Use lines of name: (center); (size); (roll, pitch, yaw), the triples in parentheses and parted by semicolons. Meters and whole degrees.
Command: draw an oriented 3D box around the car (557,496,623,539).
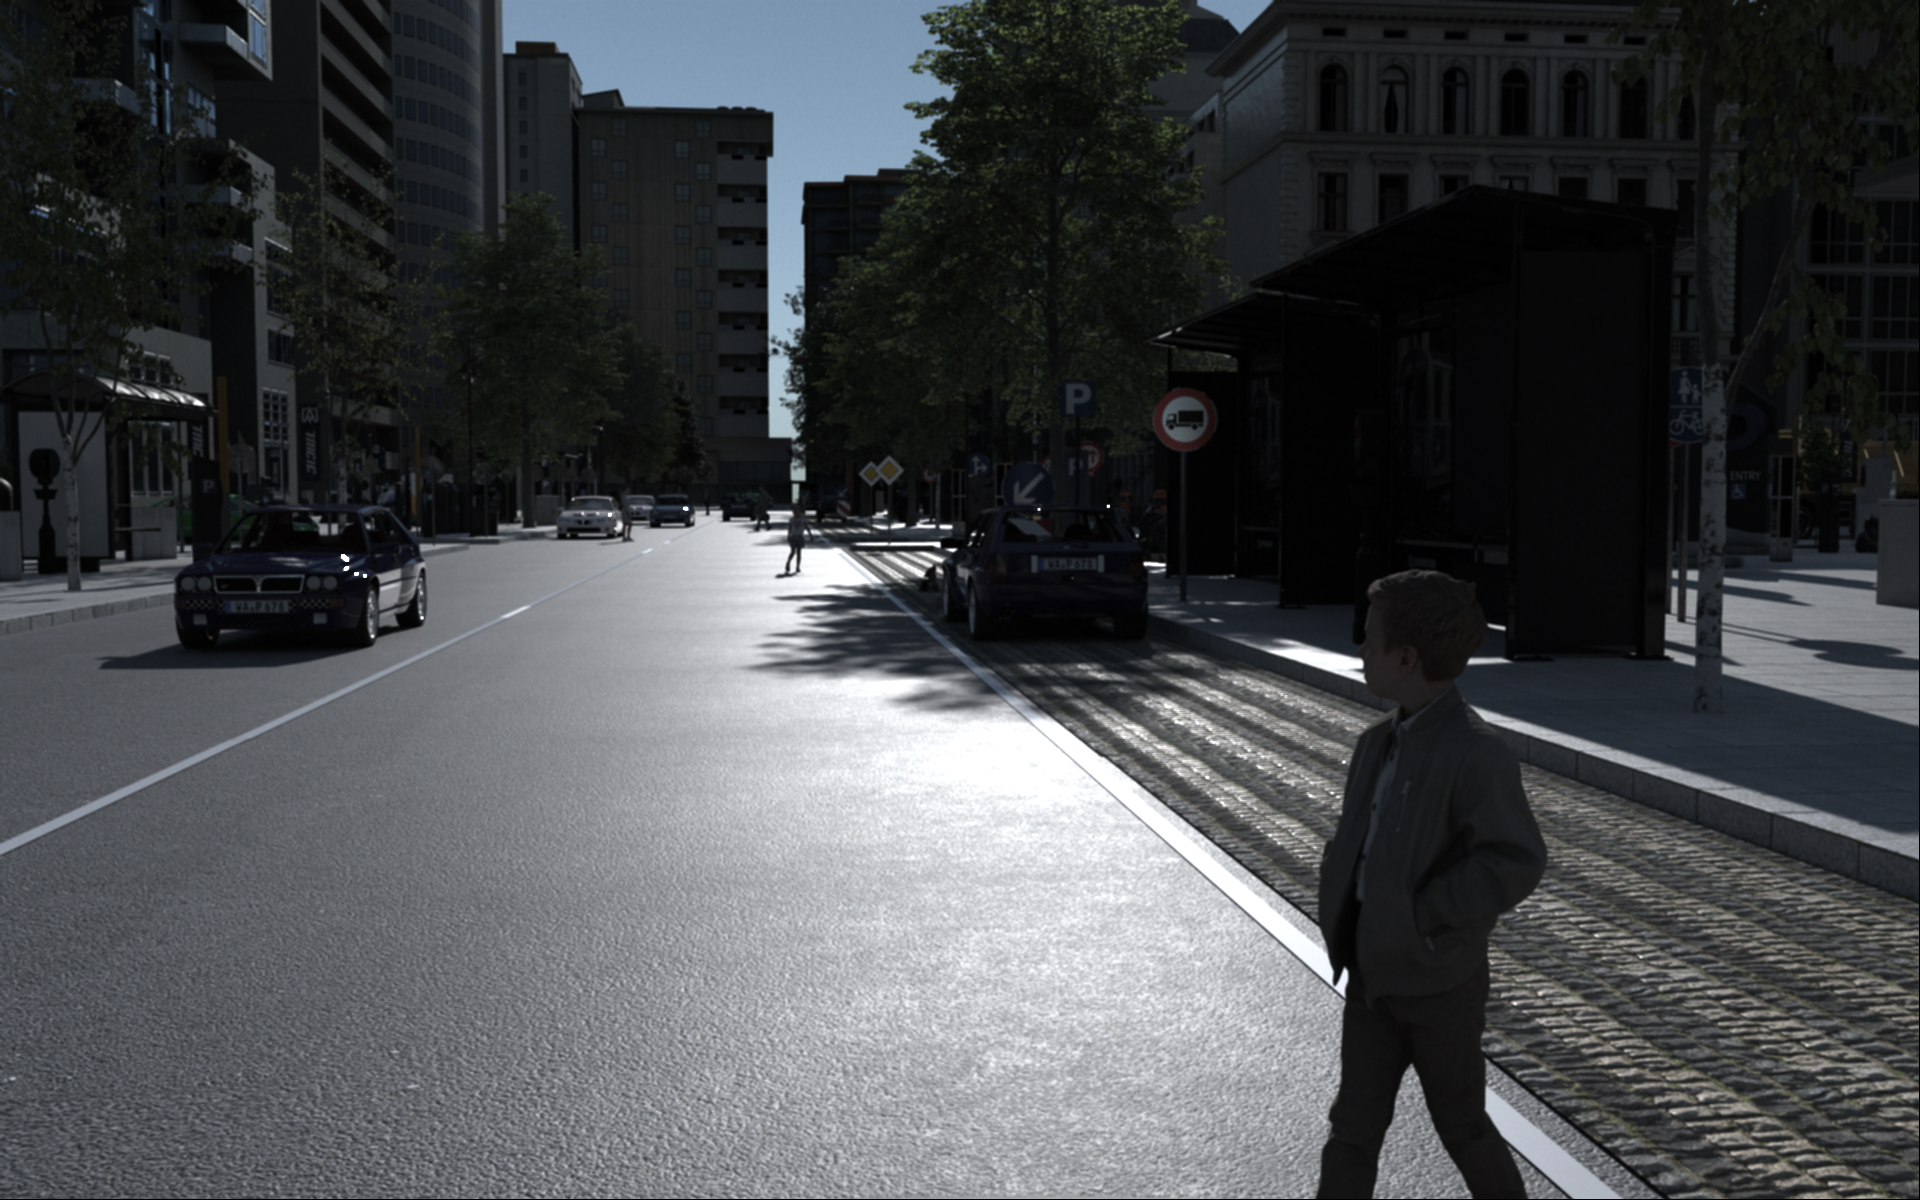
car: (-12.148, -2.744, 57.226); (2.083, 1.381, 4.827); (0, 4, -5)

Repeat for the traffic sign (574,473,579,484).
traffic sign: (-19.894, -5.550, 90.749); (0.884, 2.594, 0.081); (0, 4, 3)

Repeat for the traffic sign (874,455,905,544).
traffic sign: (-1.808, -2.483, 44.246); (0.795, 2.450, 0.064); (0, 4, -6)

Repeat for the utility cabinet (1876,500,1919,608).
utility cabinet: (10.916, -0.521, 19.677); (0.306, 1.237, 1.020); (-1, 4, -13)

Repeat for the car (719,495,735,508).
car: (-23.599, -10.046, 176.828); (1.945, 1.354, 3.894); (0, 4, -5)

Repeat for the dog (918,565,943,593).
dog: (-0.372, -0.313, 25.318); (0.550, 0.427, 0.748); (2, 4, 25)

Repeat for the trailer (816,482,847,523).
trailer: (-6.457, -4.851, 86.360); (1.471, 1.999, 3.904); (0, 4, -8)

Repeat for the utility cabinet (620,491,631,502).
utility cabinet: (-20.959, -6.104, 108.485); (0.318, 1.500, 1.173); (0, 4, 6)

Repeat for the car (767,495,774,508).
car: (-20.492, -10.291, 180.611); (2.083, 1.381, 4.827); (0, 4, -5)

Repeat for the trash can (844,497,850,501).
trash can: (-8.117, -6.822, 123.188); (0.748, 1.137, 0.748); (0, 3, 0)

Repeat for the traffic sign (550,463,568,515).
traffic sign: (-16.414, -4.332, 70.935); (0.768, 2.556, 0.104); (0, 4, 3)

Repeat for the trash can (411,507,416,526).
trash can: (-22.075, -3.571, 70.047); (0.748, 1.137, 0.748); (0, 3, 0)

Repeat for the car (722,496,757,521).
car: (-11.810, -4.921, 93.036); (1.945, 1.354, 3.894); (0, 4, -4)

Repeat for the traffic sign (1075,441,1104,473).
traffic sign: (3.063, -2.534, 41.538); (0.768, 2.556, 0.104); (0, 4, -3)

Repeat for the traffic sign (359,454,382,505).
traffic sign: (-18.949, -3.408, 55.722); (0.884, 2.594, 0.081); (0, 3, 0)

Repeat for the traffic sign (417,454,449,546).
traffic sign: (-13.088, -2.410, 43.043); (0.795, 2.450, 0.064); (0, 4, -6)

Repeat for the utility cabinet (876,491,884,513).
utility cabinet: (-5.793, -6.698, 118.193); (1.173, 1.500, 0.318); (0, 4, 1)

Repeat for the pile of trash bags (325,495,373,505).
pile of trash bags: (-26.710, -4.092, 76.663); (3.447, 1.369, 1.912); (2, 4, 30)

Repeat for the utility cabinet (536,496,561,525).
utility cabinet: (-16.948, -3.680, 71.335); (1.020, 1.237, 0.306); (-1, 4, -14)

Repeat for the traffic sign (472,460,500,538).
traffic sign: (-13.952, -2.895, 50.982); (0.795, 2.450, 0.064); (0, 4, -6)

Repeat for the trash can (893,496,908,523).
trash can: (-2.461, -4.030, 77.546); (0.748, 1.137, 0.748); (0, 3, 0)

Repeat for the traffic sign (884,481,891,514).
traffic sign: (-4.342, -6.576, 107.628); (0.768, 2.556, 0.104); (0, 4, 3)

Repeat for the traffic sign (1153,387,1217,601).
traffic sign: (2.678, -1.260, 20.699); (0.768, 2.556, 0.104); (0, 4, 2)

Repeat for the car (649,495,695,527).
car: (-12.606, -3.916, 76.027); (2.014, 1.417, 4.499); (0, 4, -5)

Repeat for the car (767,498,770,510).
car: (-18.108, -8.785, 155.638); (2.014, 1.417, 4.499); (0, 4, -5)

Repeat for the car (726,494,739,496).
car: (-25.201, -11.179, 191.572); (1.959, 1.807, 4.718); (0, 4, -5)

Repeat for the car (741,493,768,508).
car: (-13.054, -6.108, 108.665); (1.959, 1.807, 4.718); (0, 4, -5)

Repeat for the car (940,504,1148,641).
car: (0.810, -0.346, 18.237); (1.945, 1.354, 3.894); (0, 4, -6)

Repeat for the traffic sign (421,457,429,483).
traffic sign: (-18.091, -3.595, 58.892); (0.768, 2.556, 0.104); (0, 4, -1)

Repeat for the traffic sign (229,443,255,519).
traffic sign: (-18.052, -2.650, 43.436); (0.768, 2.556, 0.104); (0, 4, -1)

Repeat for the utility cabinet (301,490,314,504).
utility cabinet: (-37.802, -5.606, 100.336); (0.318, 1.500, 1.173); (0, 4, -2)

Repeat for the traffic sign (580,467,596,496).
traffic sign: (-17.739, -5.050, 82.673); (0.768, 2.556, 0.104); (0, 4, -4)

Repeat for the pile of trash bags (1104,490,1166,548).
pile of trash bags: (3.950, -1.683, 37.273); (1.912, 1.369, 3.447); (1, 4, 22)

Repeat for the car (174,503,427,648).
car: (-6.519, -0.294, 17.381); (1.945, 1.354, 3.894); (0, 4, -7)

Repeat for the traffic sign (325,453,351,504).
traffic sign: (-18.660, -3.173, 51.988); (0.768, 2.556, 0.104); (0, 4, 0)

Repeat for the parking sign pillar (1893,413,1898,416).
parking sign pillar: (31.500, -4.273, 58.328); (1.447, 3.967, 1.447); (1, 4, 20)

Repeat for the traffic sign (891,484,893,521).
traffic sign: (-3.198, -4.996, 81.783); (0.768, 2.556, 0.104); (0, 4, 1)

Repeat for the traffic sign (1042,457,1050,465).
traffic sign: (3.092, -3.604, 59.029); (0.768, 2.556, 0.104); (0, 4, 3)

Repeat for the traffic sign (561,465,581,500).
traffic sign: (-17.258, -4.704, 76.908); (0.884, 2.594, 0.081); (0, 4, 0)

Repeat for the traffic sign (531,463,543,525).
traffic sign: (-17.734, -4.401, 72.063); (0.768, 2.556, 0.104); (0, 4, -6)

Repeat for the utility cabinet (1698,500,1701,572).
utility cabinet: (12.153, -1.033, 28.059); (0.306, 1.237, 1.020); (2, 4, 26)

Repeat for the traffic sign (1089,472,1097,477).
traffic sign: (3.847, -3.325, 54.373); (0.884, 2.594, 0.081); (0, 4, -5)

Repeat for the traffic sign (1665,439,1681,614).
traffic sign: (7.605, -1.128, 18.548); (0.768, 2.556, 0.104); (0, 4, -5)

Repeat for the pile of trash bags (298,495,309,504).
pile of trash bags: (-37.360, -5.324, 96.793); (1.912, 1.369, 3.447); (-2, 4, -26)

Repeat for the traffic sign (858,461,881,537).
traffic sign: (-2.672, -2.969, 52.185); (0.795, 2.450, 0.064); (0, 4, -6)

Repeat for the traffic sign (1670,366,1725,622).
traffic sign: (7.252, -1.054, 17.334); (0.768, 2.556, 0.104); (0, 4, -1)

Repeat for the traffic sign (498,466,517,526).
traffic sign: (-18.354, -4.223, 70.235); (0.795, 2.450, 0.064); (0, 4, -5)

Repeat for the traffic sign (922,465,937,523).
traffic sign: (-1.306, -4.668, 76.425); (0.768, 2.556, 0.104); (0, 4, -1)

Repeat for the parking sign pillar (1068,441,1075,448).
parking sign pillar: (5.702, -6.027, 87.012); (1.447, 3.967, 1.447); (-2, 4, -28)

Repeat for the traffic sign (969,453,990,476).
traffic sign: (0.564, -3.315, 54.309); (0.768, 2.556, 0.104); (0, 4, 3)

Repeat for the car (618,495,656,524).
car: (-15.282, -4.288, 82.472); (2.083, 1.381, 4.827); (0, 4, -6)
